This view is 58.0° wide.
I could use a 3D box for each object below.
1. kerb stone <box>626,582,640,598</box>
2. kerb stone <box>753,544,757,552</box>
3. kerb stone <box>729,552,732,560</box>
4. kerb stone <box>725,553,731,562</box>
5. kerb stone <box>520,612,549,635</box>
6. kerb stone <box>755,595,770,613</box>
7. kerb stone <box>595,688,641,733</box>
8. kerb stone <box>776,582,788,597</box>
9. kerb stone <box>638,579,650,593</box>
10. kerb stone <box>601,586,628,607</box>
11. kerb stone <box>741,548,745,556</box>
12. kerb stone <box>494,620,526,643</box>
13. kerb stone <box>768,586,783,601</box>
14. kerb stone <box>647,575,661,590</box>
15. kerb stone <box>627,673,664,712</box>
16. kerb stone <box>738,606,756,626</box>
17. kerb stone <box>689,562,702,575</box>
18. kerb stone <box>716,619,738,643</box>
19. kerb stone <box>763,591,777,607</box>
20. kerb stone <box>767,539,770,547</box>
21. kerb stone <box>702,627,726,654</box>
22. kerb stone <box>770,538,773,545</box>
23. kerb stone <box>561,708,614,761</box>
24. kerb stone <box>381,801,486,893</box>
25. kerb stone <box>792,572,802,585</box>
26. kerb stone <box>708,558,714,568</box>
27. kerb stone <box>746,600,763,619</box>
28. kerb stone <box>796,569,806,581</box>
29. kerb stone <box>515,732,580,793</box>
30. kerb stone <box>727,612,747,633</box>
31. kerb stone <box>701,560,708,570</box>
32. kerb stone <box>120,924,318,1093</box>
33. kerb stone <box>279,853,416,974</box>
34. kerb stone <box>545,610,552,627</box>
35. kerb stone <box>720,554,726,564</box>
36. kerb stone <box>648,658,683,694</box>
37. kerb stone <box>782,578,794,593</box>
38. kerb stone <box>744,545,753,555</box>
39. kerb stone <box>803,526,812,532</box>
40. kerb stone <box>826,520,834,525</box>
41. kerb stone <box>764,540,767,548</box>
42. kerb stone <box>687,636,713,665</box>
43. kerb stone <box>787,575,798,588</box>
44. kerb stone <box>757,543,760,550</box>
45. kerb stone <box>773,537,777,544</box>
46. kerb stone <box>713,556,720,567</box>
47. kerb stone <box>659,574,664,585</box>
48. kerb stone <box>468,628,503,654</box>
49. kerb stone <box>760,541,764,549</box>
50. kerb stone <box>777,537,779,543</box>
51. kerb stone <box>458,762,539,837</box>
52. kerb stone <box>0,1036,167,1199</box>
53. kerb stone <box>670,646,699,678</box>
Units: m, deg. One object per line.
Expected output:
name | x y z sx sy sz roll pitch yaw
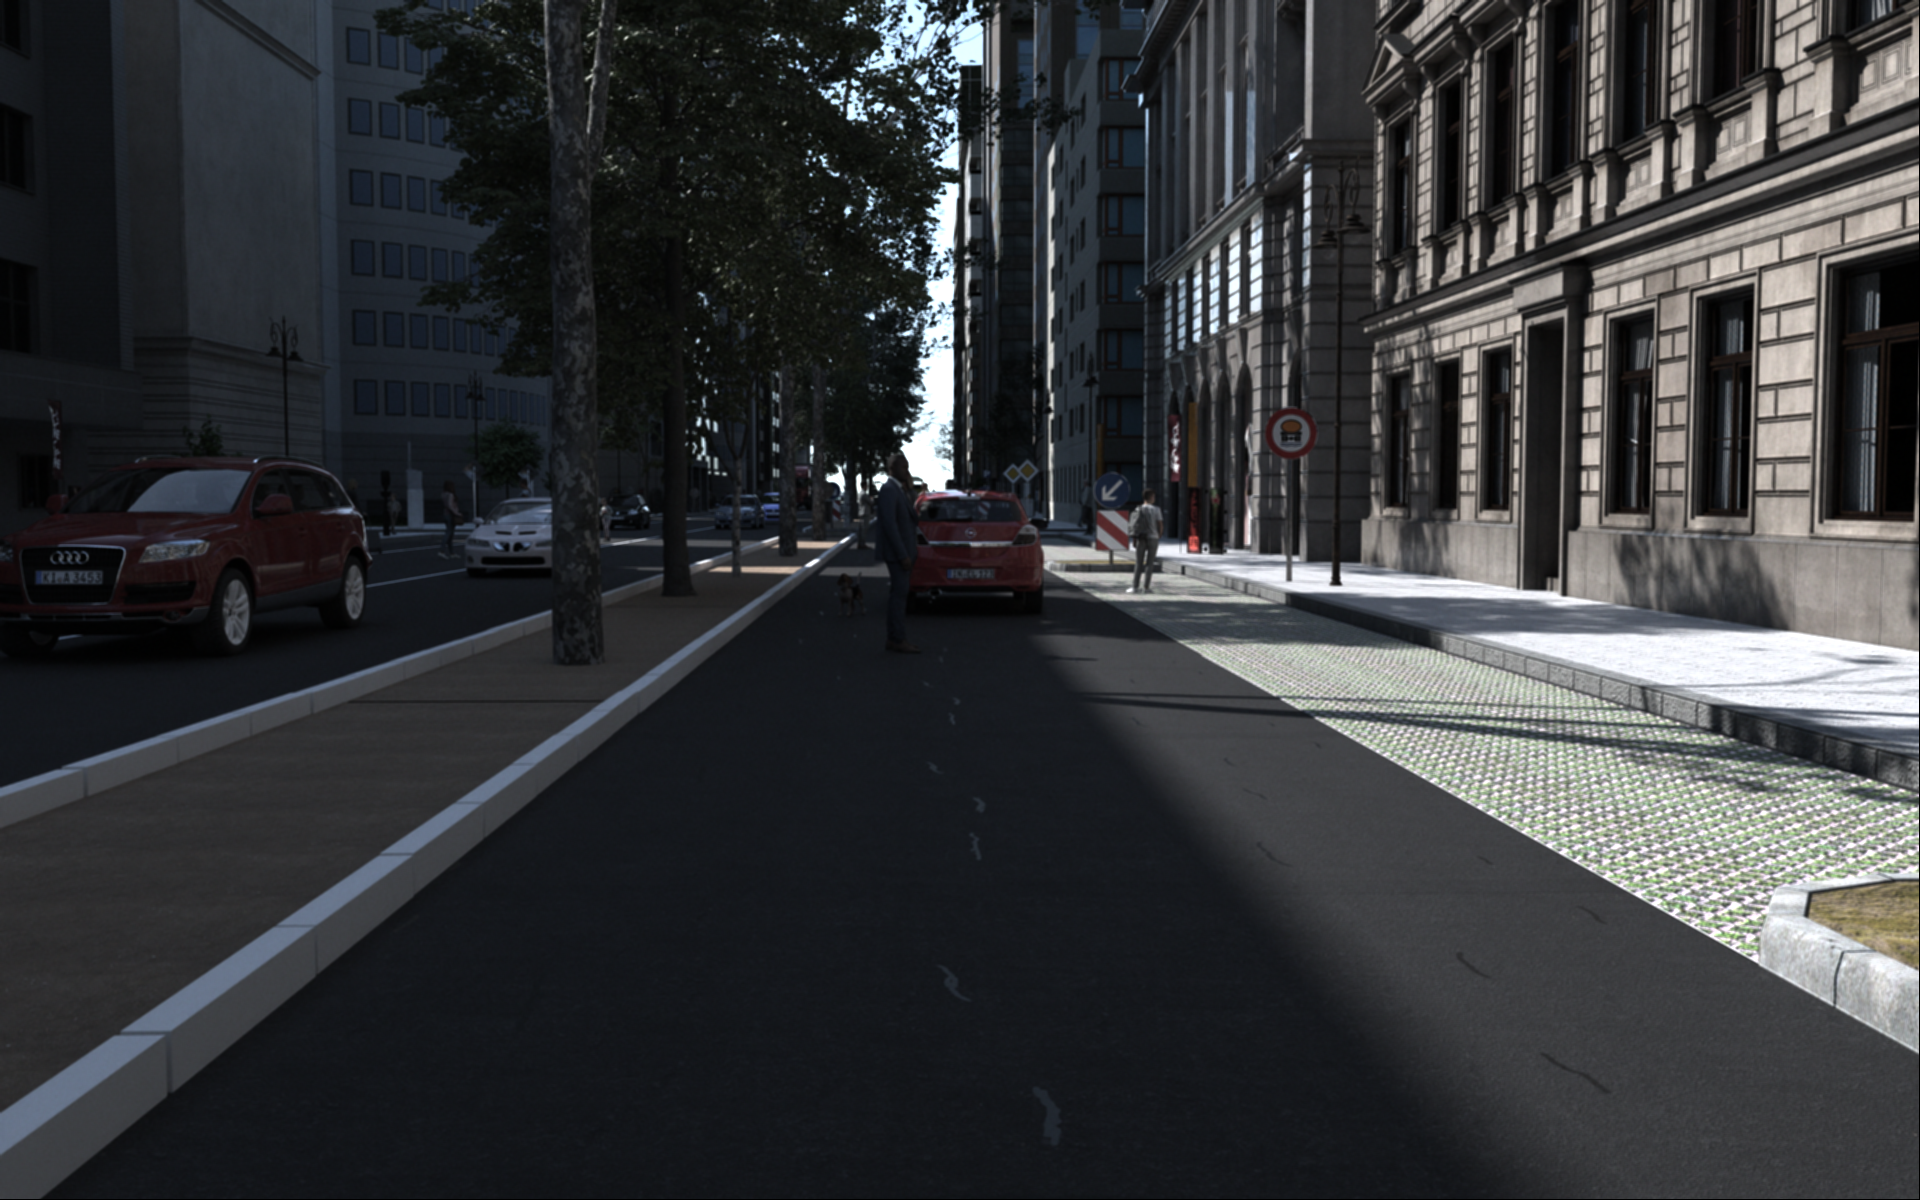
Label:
kerb stone | -4.621 -0.112 24.033 0.120 0.150 1.000 0 4 -2
kerb stone | -5.149 -1.240 42.472 0.120 0.150 1.000 0 4 -2
kerb stone | -5.001 -0.927 37.351 0.120 0.150 1.000 0 4 -2
kerb stone | -4.973 -0.855 36.327 0.120 0.150 1.000 0 4 -2
kerb stone | -4.439 0.264 17.878 0.120 0.150 1.000 0 4 -2
kerb stone | -2.436 0.072 21.040 0.120 0.150 1.000 0 4 -2
kerb stone | -2.144 0.698 10.782 0.120 0.150 1.000 0 4 -2
kerb stone | -2.520 -0.117 24.109 0.120 0.150 1.000 0 4 -2
kerb stone | -4.656 -0.175 25.056 0.120 0.150 1.000 0 4 -2
kerb stone | -4.588 -0.050 23.005 0.120 0.150 1.000 0 4 -2
kerb stone | -5.053 -1.045 39.399 0.120 0.150 1.000 0 4 -2
kerb stone | -4.423 0.327 16.855 0.120 0.150 1.000 0 4 -2
kerb stone | -2.496 -0.054 23.084 0.120 0.150 1.000 0 4 -2
kerb stone | -4.681 -0.238 26.081 0.120 0.150 1.000 0 4 -2
kerb stone | -2.165 0.639 11.805 0.120 0.150 1.000 0 4 -2
kerb stone | -2.373 0.198 18.983 0.120 0.150 1.000 0 4 -2
kerb stone | -4.823 -0.551 31.202 0.120 0.150 1.000 0 4 -2
kerb stone | -2.311 0.322 16.937 0.120 0.150 1.000 0 4 -2
kerb stone | -2.463 0.015 22.062 0.120 0.150 1.000 0 4 -2
kerb stone | -5.271 -1.491 46.573 0.120 0.150 1.000 0 4 -2
kerb stone | -2.285 0.385 15.914 0.120 0.150 1.000 0 4 -2
kerb stone | -5.297 -1.554 47.609 0.120 0.150 1.000 0 4 -2
kerb stone | -2.110 0.762 9.760 0.120 0.150 1.000 0 4 -2
kerb stone | -2.024 0.949 6.685 0.120 0.150 1.000 0 4 -2
kerb stone | -2.606 -0.306 27.191 0.120 0.150 1.000 0 4 -2
kerb stone | -4.883 -0.672 33.250 0.120 0.150 1.000 0 4 -2
kerb stone | -2.403 0.134 20.004 0.120 0.150 1.000 0 4 -2
kerb stone | -2.642 -0.365 28.219 0.120 0.150 1.000 0 4 -2
kerb stone | -2.086 0.823 8.738 0.120 0.150 1.000 0 4 -2
kerb stone | -2.342 0.260 17.961 0.120 0.150 1.000 0 4 -2
kerb stone | -4.859 -0.613 32.223 0.120 0.150 1.000 0 4 -2
kerb stone | -1.958 1.074 4.638 0.120 0.150 1.000 0 4 -2
kerb stone | -1.991 1.013 5.660 0.120 0.150 1.000 0 4 -2
kerb stone | -4.468 0.202 18.900 0.120 0.150 1.000 0 4 -2
kerb stone | -4.938 -0.802 35.304 0.120 0.150 1.000 0 4 -2
kerb stone | -2.194 0.573 12.828 0.120 0.150 1.000 0 4 -2
kerb stone | -2.546 -0.180 25.131 0.120 0.150 1.000 0 4 -2
kerb stone | -5.119 -1.176 41.446 0.120 0.150 1.000 0 4 -2
kerb stone | -5.846 -2.710 66.582 0.120 0.150 1.000 0 4 -2
kerb stone | -6.330 -3.780 83.993 0.120 0.150 1.000 0 4 -2
kerb stone | -5.235 -1.428 45.550 0.120 0.150 1.000 0 4 -2
kerb stone | -2.258 0.448 14.878 0.120 0.150 1.000 0 4 -2
kerb stone | -2.583 -0.243 26.168 0.120 0.150 1.000 0 4 -2
kerb stone | -5.179 -1.303 43.503 0.120 0.150 1.000 0 4 -2
kerb stone | -5.322 -1.617 48.636 0.120 0.150 1.000 0 4 -2
kerb stone | -4.907 -0.733 34.272 0.120 0.150 1.000 0 4 -2
kerb stone | -4.713 -0.300 27.103 0.120 0.150 1.000 0 4 -2
kerb stone | -4.377 0.391 15.824 0.120 0.150 1.000 0 4 -2
kerb stone | -5.207 -1.366 44.525 0.120 0.150 1.000 0 4 -2
kerb stone | -5.356 -1.679 49.663 0.120 0.150 1.000 0 4 -2
kerb stone | -2.054 0.886 7.709 0.120 0.150 1.000 0 4 -2
kerb stone | -1.932 1.139 3.617 0.120 0.150 1.000 0 4 -2
kerb stone | -2.226 0.510 13.850 0.120 0.150 1.000 0 4 -2
